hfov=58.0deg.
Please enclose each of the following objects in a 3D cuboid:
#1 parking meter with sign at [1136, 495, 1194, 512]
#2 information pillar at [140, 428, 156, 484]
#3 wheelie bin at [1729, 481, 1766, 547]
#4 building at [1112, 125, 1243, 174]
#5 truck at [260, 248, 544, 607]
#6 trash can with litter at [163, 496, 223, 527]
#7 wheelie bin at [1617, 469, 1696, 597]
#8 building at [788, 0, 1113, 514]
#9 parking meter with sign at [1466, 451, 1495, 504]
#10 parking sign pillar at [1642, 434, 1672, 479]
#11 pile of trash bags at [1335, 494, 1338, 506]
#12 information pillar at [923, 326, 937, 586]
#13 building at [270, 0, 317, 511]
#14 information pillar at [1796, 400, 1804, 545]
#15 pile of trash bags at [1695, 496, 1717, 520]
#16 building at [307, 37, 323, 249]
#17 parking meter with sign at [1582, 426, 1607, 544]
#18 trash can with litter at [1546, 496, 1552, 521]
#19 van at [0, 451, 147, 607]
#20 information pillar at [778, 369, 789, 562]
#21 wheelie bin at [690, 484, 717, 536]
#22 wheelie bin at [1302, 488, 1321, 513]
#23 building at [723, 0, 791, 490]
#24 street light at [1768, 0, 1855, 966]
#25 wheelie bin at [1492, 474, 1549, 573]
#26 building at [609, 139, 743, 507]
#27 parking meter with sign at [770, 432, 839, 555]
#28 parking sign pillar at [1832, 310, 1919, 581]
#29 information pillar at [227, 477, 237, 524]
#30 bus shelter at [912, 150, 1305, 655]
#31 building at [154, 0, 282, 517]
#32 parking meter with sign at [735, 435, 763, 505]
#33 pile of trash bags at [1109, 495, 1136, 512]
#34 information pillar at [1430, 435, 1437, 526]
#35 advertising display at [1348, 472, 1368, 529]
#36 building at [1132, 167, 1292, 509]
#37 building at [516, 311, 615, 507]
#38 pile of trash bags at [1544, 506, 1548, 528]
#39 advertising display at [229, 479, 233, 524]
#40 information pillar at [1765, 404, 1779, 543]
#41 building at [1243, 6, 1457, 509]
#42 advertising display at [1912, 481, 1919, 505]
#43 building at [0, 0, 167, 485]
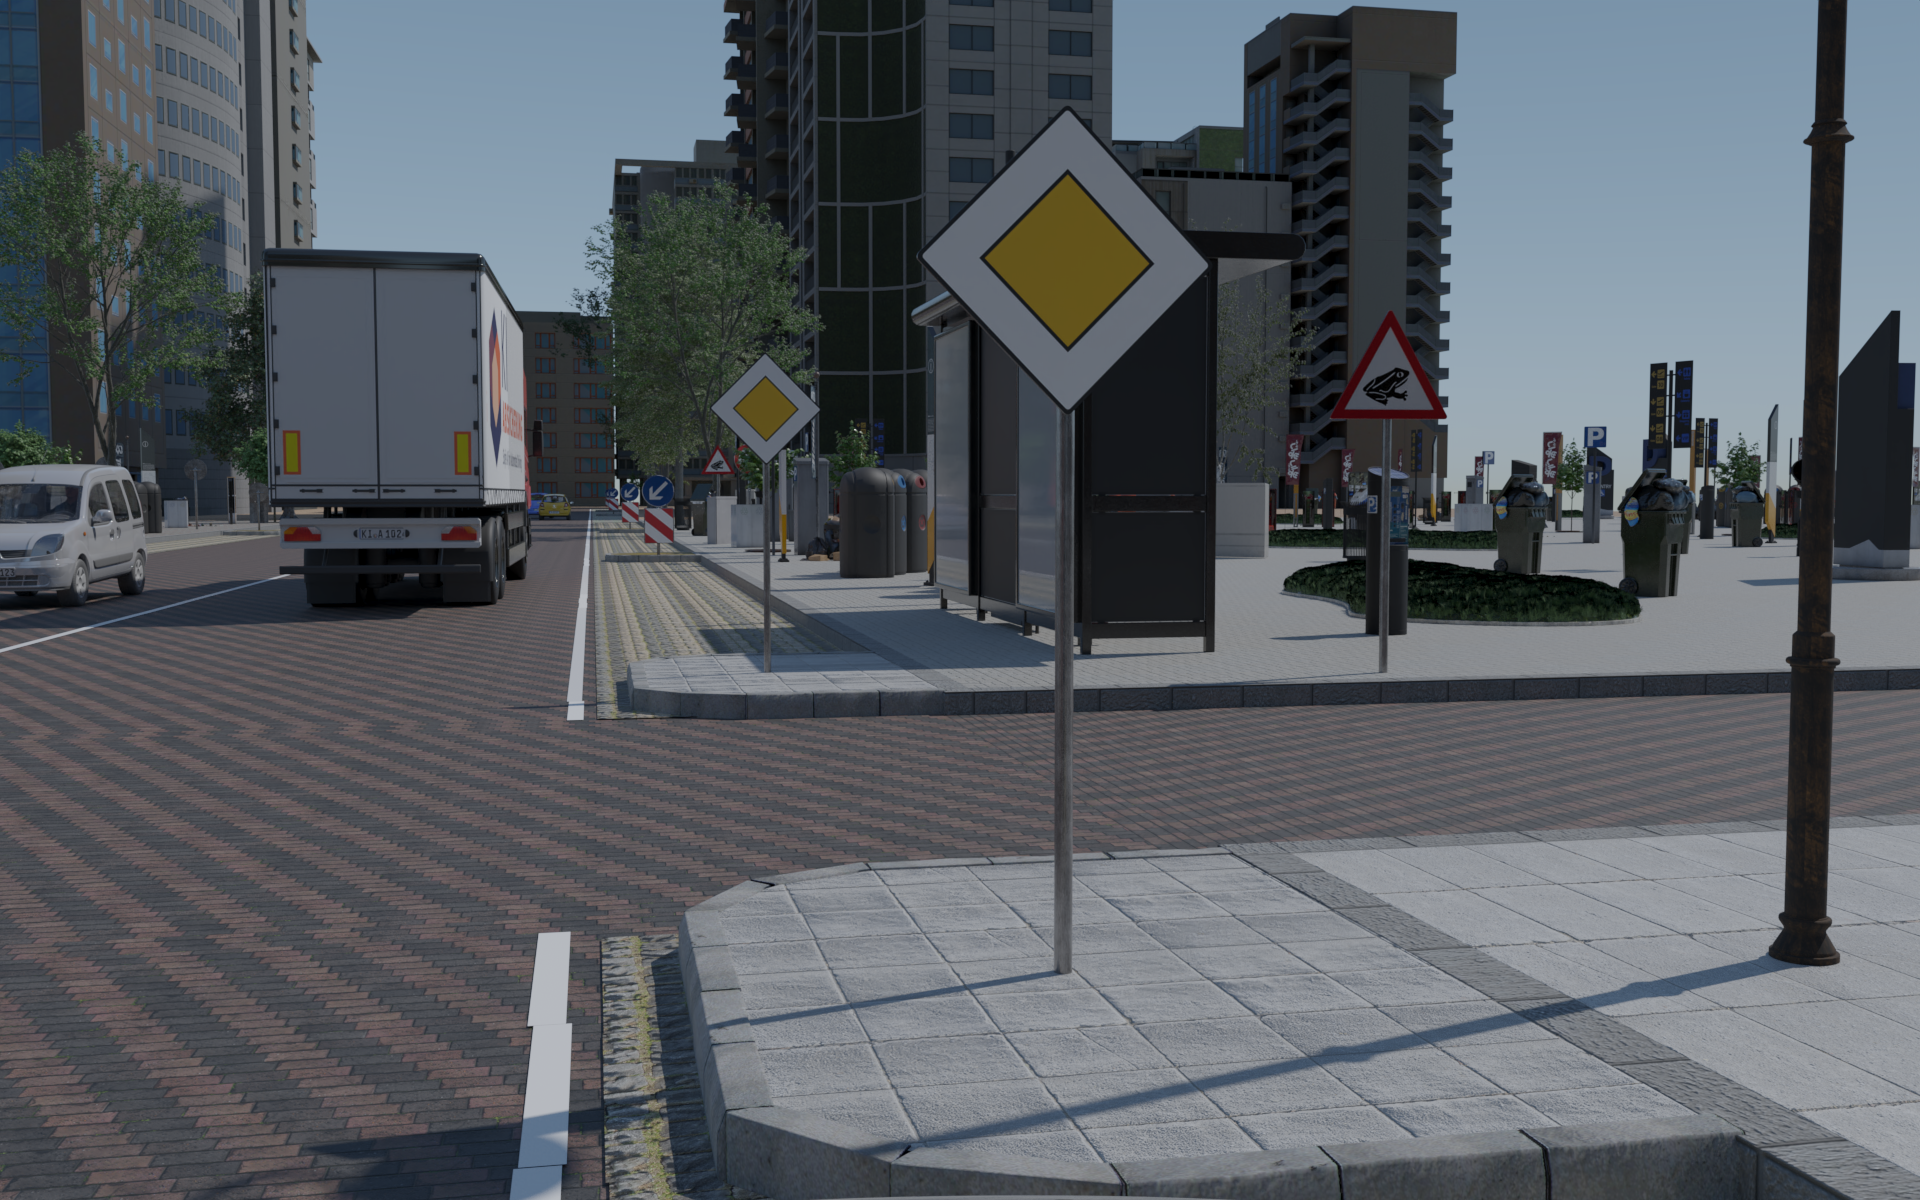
[{"bbox_3d":[3.824,-2.330,34.356,1.738,3.016,0.543,1,4,9],"label":"parking meter with sign"},{"bbox_3d":[-28.970,-4.308,61.790,0.183,3.616,0.504,3,4,38],"label":"information pillar"},{"bbox_3d":[19.097,-2.088,42.040,0.693,1.594,0.980,0,4,4],"label":"wheelie bin"},{"bbox_3d":[22.747,-31.263,194.737,14.086,41.232,14.154,-1,4,-12],"label":"building"},{"bbox_3d":[-7.785,-2.235,25.458,2.839,4.237,11.283,-1,4,-11],"label":"truck"},{"bbox_3d":[-30.385,-3.518,68.572,2.233,1.210,1.678,-2,4,-28],"label":"trash can with litter"},{"bbox_3d":[8.723,-0.848,21.769,0.693,1.594,0.980,3,5,43],"label":"wheelie bin"},{"bbox_3d":[-2.478,-41.504,116.846,20.563,71.187,20.611,-1,4,-12],"label":"building"},{"bbox_3d":[21.071,-4.562,70.846,0.543,3.016,1.738,-1,4,-20],"label":"parking meter with sign"},{"bbox_3d":[24.443,-4.421,60.756,1.447,3.967,1.447,0,4,-6],"label":"parking sign pillar"},{"bbox_3d":[20.758,-4.926,90.299,3.447,1.369,1.912,0,4,1],"label":"pile of trash bags"},{"bbox_3d":[-0.333,-2.000,24.061,0.183,3.616,0.504,-1,4,-23],"label":"information pillar"},{"bbox_3d":[-63.193,-31.242,134.515,21.600,48.544,21.300,-1,4,-12],"label":"building"},{"bbox_3d":[21.053,-3.154,42.915,0.183,3.616,0.504,-1,4,-21],"label":"information pillar"},{"bbox_3d":[38.184,-4.709,86.737,3.447,1.369,1.912,0,4,-2],"label":"pile of trash bags"},{"bbox_3d":[-80.030,-36.120,179.800,27.495,52.752,28.713,-1,4,-12],"label":"building"},{"bbox_3d":[16.594,-3.005,45.396,0.543,3.016,1.738,1,4,18],"label":"parking meter with sign"},{"bbox_3d":[27.986,-4.311,81.870,0.624,1.170,1.055,2,4,35],"label":"trash can with litter"},{"bbox_3d":[-12.255,-0.991,23.211,2.013,2.044,4.112,-1,4,-11],"label":"van"},{"bbox_3d":[-3.351,-2.529,32.698,0.183,3.616,0.504,-1,4,-12],"label":"information pillar"},{"bbox_3d":[-7.826,-2.760,53.033,0.980,1.594,0.693,3,4,36],"label":"wheelie bin"},{"bbox_3d":[18.980,-5.239,93.567,0.980,1.594,0.693,0,4,7],"label":"wheelie bin"},{"bbox_3d":[-7.698,-29.796,141.789,22.147,44.769,28.867,-1,4,-12],"label":"building"},{"bbox_3d":[2.336,-1.947,4.615,0.468,5.910,1.993,-1,4,-12],"label":"street light"},{"bbox_3d":[9.099,-1.231,28.041,0.980,1.594,0.693,-3,5,-41],"label":"wheelie bin"},{"bbox_3d":[-26.595,-30.642,192.872,23.993,40.220,32.217,-1,4,-12],"label":"building"},{"bbox_3d":[-3.116,-2.457,36.439,1.738,3.016,0.543,-1,4,-17],"label":"parking meter with sign"},{"bbox_3d":[13.796,-2.304,26.139,1.447,3.967,1.447,0,4,-4],"label":"parking sign pillar"},{"bbox_3d":[-31.335,-4.284,74.533,0.304,2.012,0.304,-1,4,-16],"label":"information pillar"},{"bbox_3d":[0.854,-2.469,17.993,2.179,5.291,8.768,-1,4,-12],"label":"bus shelter"},{"bbox_3d":[-56.115,-34.550,106.892,21.231,58.520,28.212,-1,4,-12],"label":"building"},{"bbox_3d":[-5.146,-3.078,46.583,1.738,3.016,0.543,-1,4,-11],"label":"parking meter with sign"},{"bbox_3d":[4.255,-3.002,58.828,1.912,1.369,3.447,-3,5,-42],"label":"pile of trash bags"},{"bbox_3d":[18.902,-4.754,69.082,0.183,3.616,0.504,2,4,29],"label":"information pillar"},{"bbox_3d":[11.777,-2.781,50.682,0.123,1.923,0.974,-3,5,-40],"label":"advertising display"},{"bbox_3d":[20.819,-23.575,157.153,14.107,30.474,14.160,-1,4,-12],"label":"building"},{"bbox_3d":[-52.148,-20.883,186.471,28.899,21.520,27.650,-1,4,-12],"label":"building"},{"bbox_3d":[21.517,-3.447,66.108,1.912,1.369,3.447,2,4,25],"label":"pile of trash bags"},{"bbox_3d":[-30.919,-4.173,73.444,0.123,1.923,0.974,-1,4,-23],"label":"advertising display"},{"bbox_3d":[21.070,-3.278,44.952,0.504,3.616,0.183,-3,5,-44],"label":"information pillar"},{"bbox_3d":[34.976,-31.074,158.169,14.200,45.320,14.600,-1,4,-12],"label":"building"},{"bbox_3d":[46.388,-4.788,83.490,0.974,1.923,0.123,0,4,-6],"label":"advertising display"},{"bbox_3d":[-49.346,-26.699,86.640,14.600,45.320,14.200,-1,4,-12],"label":"building"}]
